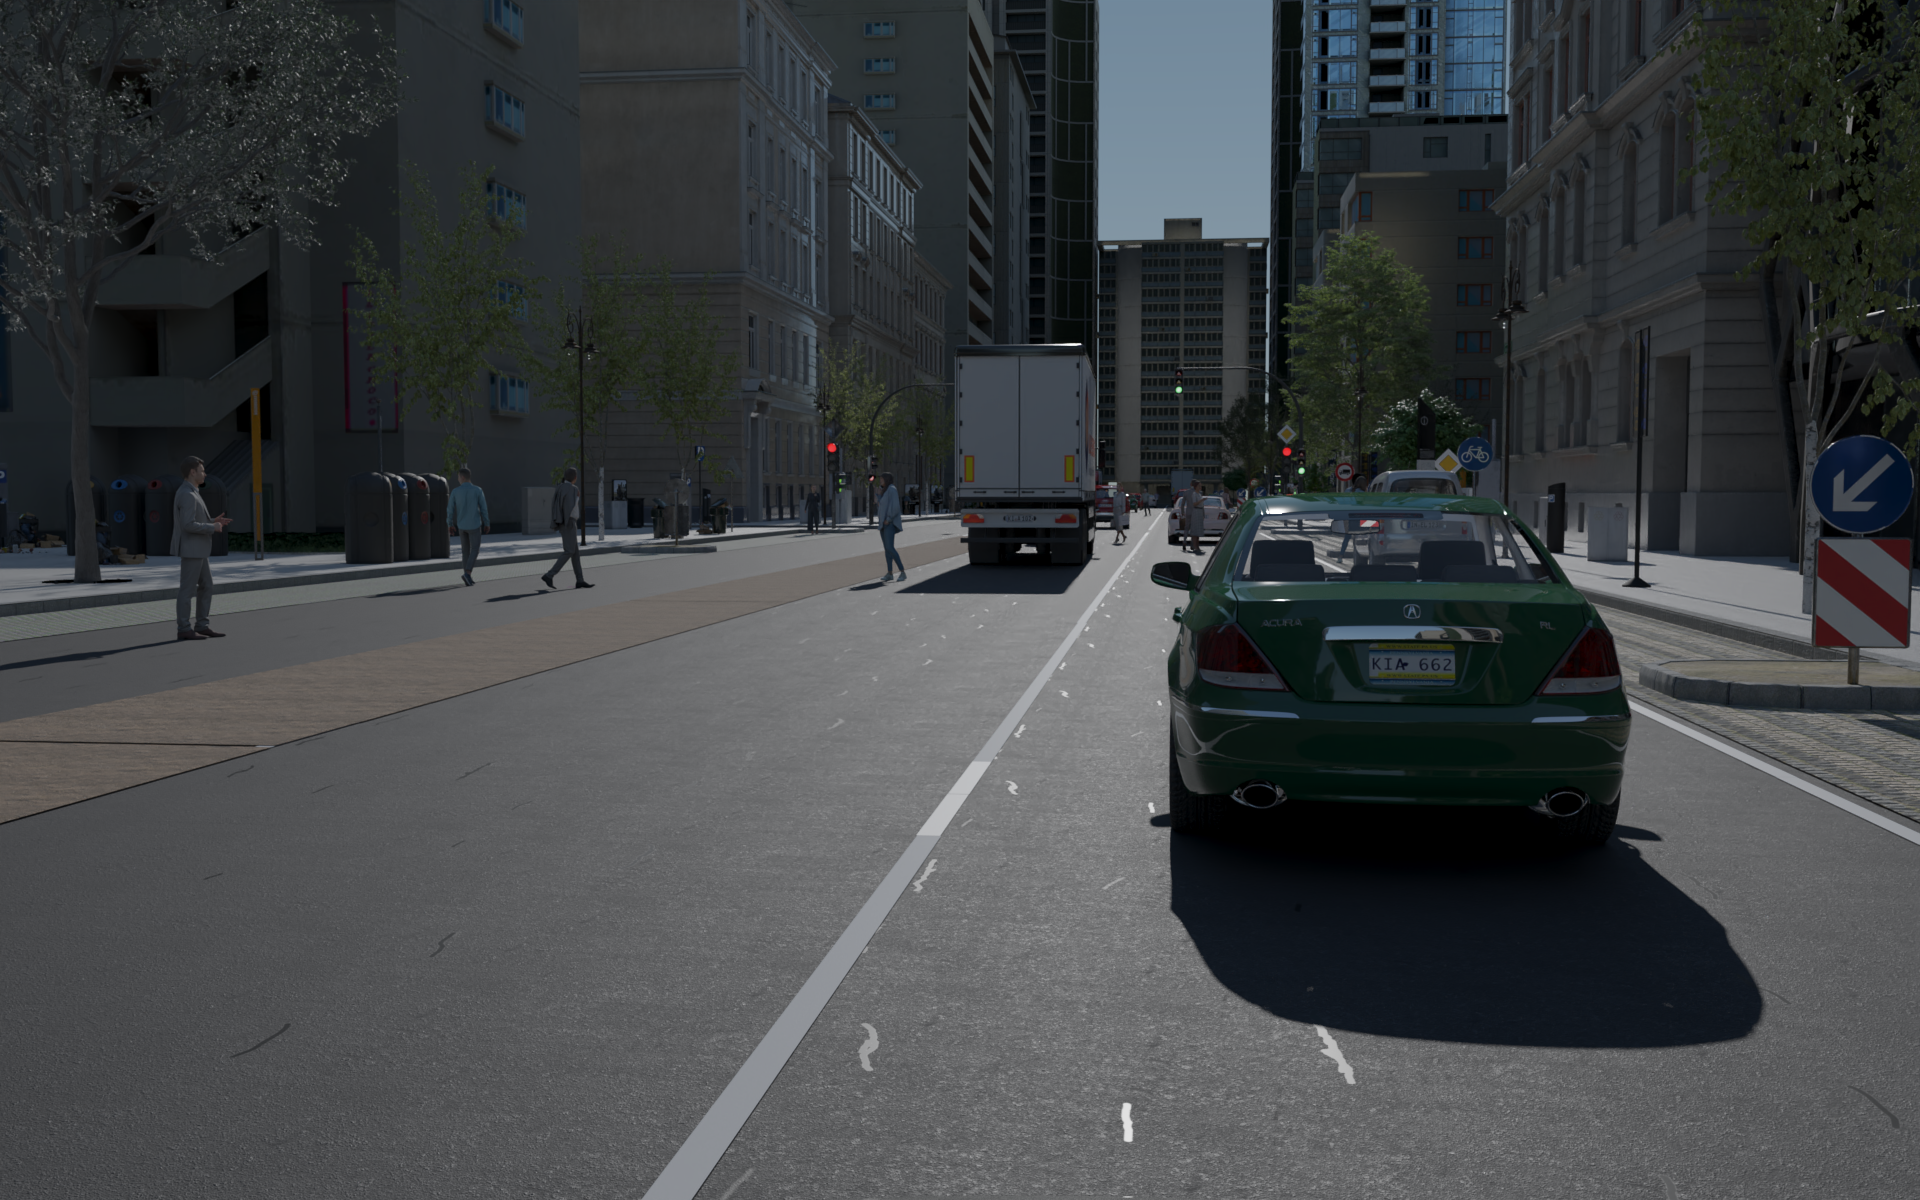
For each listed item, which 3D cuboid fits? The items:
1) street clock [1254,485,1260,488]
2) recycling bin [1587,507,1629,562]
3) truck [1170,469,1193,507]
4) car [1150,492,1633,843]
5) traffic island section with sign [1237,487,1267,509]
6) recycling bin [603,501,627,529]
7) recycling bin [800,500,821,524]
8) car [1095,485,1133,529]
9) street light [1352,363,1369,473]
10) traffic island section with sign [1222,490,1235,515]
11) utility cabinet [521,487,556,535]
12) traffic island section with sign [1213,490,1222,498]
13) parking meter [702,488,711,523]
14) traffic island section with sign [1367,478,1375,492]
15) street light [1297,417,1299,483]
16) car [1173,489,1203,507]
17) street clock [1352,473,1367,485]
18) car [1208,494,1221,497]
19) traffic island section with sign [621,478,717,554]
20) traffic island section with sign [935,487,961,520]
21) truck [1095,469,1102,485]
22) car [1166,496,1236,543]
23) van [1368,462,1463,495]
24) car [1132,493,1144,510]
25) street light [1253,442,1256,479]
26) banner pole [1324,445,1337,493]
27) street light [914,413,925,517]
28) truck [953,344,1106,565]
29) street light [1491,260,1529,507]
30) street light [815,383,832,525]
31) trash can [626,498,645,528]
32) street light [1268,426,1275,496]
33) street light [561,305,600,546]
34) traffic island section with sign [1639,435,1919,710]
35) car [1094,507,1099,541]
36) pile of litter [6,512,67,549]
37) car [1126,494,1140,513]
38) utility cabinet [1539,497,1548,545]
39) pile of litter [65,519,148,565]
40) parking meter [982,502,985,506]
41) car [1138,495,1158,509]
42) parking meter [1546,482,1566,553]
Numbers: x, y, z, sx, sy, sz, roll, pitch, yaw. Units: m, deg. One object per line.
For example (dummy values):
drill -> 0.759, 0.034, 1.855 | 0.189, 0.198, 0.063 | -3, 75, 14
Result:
street clock -> 24.270, -8.371, 141.438 | 0.358, 2.002, 0.471 | -3, 4, -38
recycling bin -> 12.415, -1.263, 33.204 | 0.722, 1.027, 0.722 | 1, 4, 20
truck -> 25.462, -12.827, 198.641 | 2.839, 4.237, 11.283 | 0, 4, 7
car -> 1.996, 0.193, 8.638 | 2.131, 1.459, 4.920 | 1, 4, 8
traffic island section with sign -> 16.204, -5.240, 94.294 | 1.989, 1.847, 2.006 | 0, 4, 7
recycling bin -> -12.648, -3.099, 63.223 | 0.722, 1.027, 0.722 | 3, 4, 38
recycling bin -> -6.503, -3.843, 75.384 | 0.722, 1.027, 0.722 | 1, 4, 21
car -> 6.211, -3.974, 73.648 | 2.281, 1.827, 5.304 | 0, 4, 5
street light -> 14.131, -5.410, 61.236 | 0.468, 5.910, 1.993 | 0, 4, 7
traffic island section with sign -> 19.535, -6.876, 121.043 | 1.989, 1.847, 2.006 | 0, 4, 7
utility cabinet -> -13.211, -2.795, 54.371 | 0.318, 1.500, 1.173 | 2, 4, 34
traffic island section with sign -> 29.146, -11.592, 198.153 | 1.989, 1.847, 2.006 | 0, 4, 7
parking meter -> -11.008, -4.089, 75.259 | 0.372, 1.533, 0.369 | 0, 3, 0
traffic island section with sign -> 9.340, -1.865, 39.127 | 1.989, 1.847, 2.006 | 0, 4, 7
street light -> 17.865, -7.240, 91.164 | 0.468, 5.910, 1.993 | 0, 4, 7
car -> 17.585, -7.648, 133.711 | 2.281, 1.827, 5.304 | 1, 4, 8
street clock -> 13.686, -3.355, 59.424 | 0.358, 2.002, 0.471 | -3, 4, -39
car -> 27.592, -10.937, 187.610 | 1.959, 1.807, 4.718 | 1, 4, 8
traffic island section with sign -> -7.048, -2.066, 42.410 | 1.989, 1.847, 2.006 | 0, 4, 7
traffic island section with sign -> -0.281, -5.387, 96.708 | 1.989, 1.847, 2.006 | 0, 4, 7
truck -> 14.617, -12.611, 195.100 | 2.839, 4.237, 11.283 | 0, 4, 6
car -> 7.169, -2.403, 51.651 | 2.083, 1.381, 4.827 | 1, 4, 9
van -> 8.224, -1.517, 31.815 | 2.013, 2.044, 4.112 | 0, 4, 7
car -> 16.079, -9.239, 160.091 | 2.155, 1.783, 4.494 | 0, 4, 7
street light -> 24.425, -10.456, 143.743 | 0.468, 5.910, 1.993 | 0, 4, 7
banner pole -> 18.242, -5.844, 85.565 | 0.863, 3.779, 0.401 | 3, 5, 40
street light -> -2.291, -7.692, 98.559 | 0.468, 5.910, 1.993 | 0, 4, 7
truck -> 1.693, -3.009, 38.112 | 2.839, 4.237, 11.283 | 0, 4, 6
street light -> 10.900, -3.771, 34.449 | 0.468, 5.910, 1.993 | 0, 4, 7
street light -> -5.653, -6.088, 72.334 | 0.468, 5.910, 1.993 | 0, 4, 7
trash can -> -12.205, -3.275, 65.192 | 0.748, 1.137, 0.748 | 0, 3, 0
street light -> 21.077, -8.845, 117.408 | 0.468, 5.910, 1.993 | 0, 4, 7
street light -> -9.300, -4.269, 42.593 | 0.468, 5.910, 1.993 | 0, 4, 7
traffic island section with sign -> 6.020, -0.229, 12.376 | 1.989, 1.847, 2.006 | 0, 4, 7
car -> 2.976, -2.372, 50.579 | 2.131, 1.459, 4.920 | 0, 4, 7
pile of litter -> -22.027, -1.680, 41.426 | 1.176, 0.858, 1.719 | 2, 4, 28
car -> 12.903, -7.509, 134.564 | 2.131, 1.459, 4.920 | 0, 4, 6
utility cabinet -> 14.785, -1.975, 43.455 | 0.306, 1.237, 1.020 | 0, 4, 6
pile of litter -> -15.616, -1.100, 31.951 | 1.176, 0.858, 1.719 | -1, 4, -15
parking meter -> 1.950, -7.982, 136.211 | 0.399, 1.863, 0.255 | -3, 5, -41
car -> 18.722, -9.819, 172.901 | 2.083, 1.381, 4.827 | 0, 4, 8
parking meter -> 13.003, -1.797, 37.788 | 0.372, 1.533, 0.369 | 0, 3, 0
